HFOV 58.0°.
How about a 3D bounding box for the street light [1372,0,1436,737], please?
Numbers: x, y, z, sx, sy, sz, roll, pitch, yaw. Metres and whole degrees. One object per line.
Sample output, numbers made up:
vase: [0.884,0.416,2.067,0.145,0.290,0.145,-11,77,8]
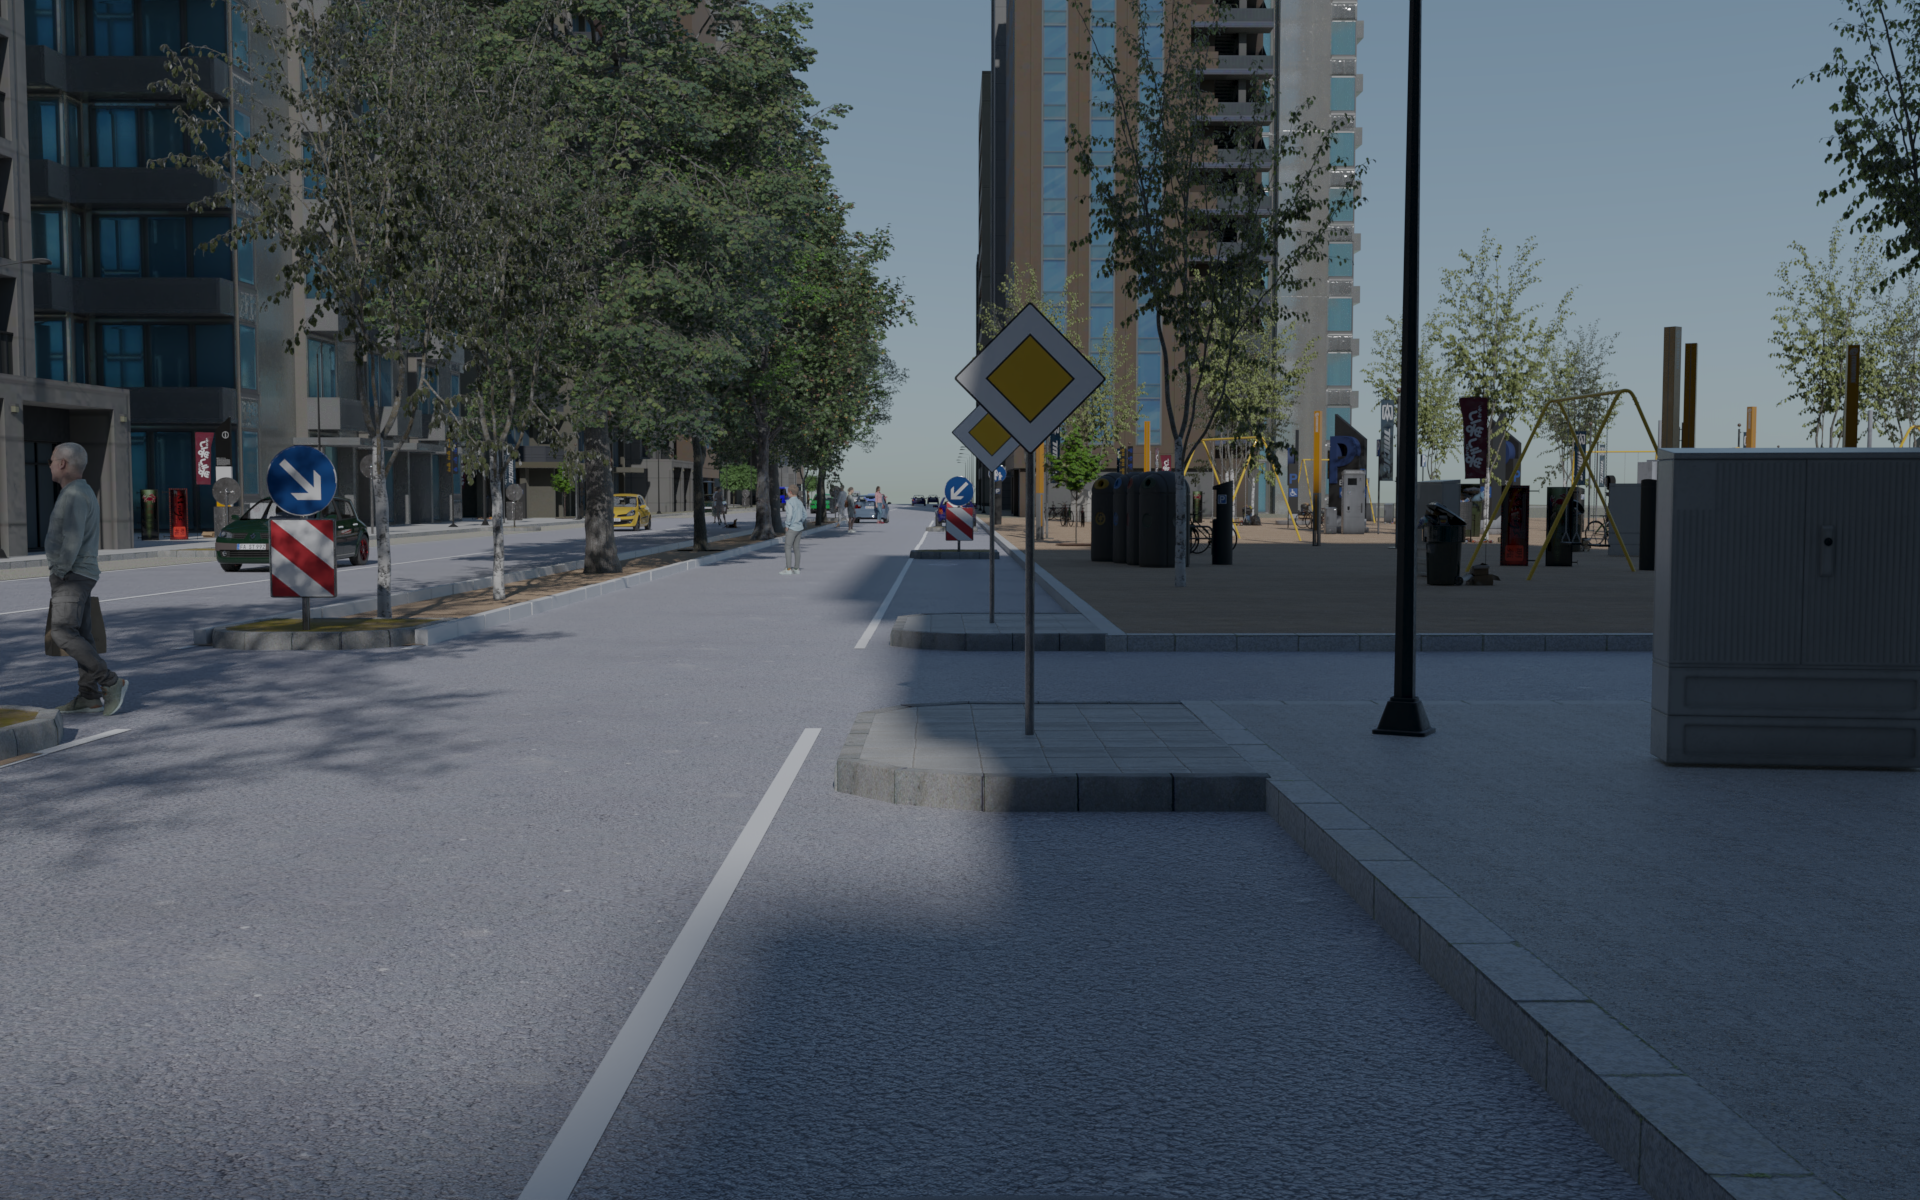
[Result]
street light: [1.846,-2.238,9.135,1.470,5.913,1.316,0,4,0]

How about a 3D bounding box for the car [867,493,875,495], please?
car: [-9.687,-11.178,192.348,1.945,1.707,3.694,0,4,2]

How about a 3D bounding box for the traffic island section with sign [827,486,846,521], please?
traffic island section with sign: [-6.672,-5.129,91.991,2.006,1.907,1.989,0,4,0]

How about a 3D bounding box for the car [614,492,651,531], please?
car: [-13.173,-3.512,67.640,2.015,1.641,3.980,0,4,-1]

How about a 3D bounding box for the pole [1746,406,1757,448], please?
pole: [18.437,-2.849,40.423,0.158,3.312,0.155,0,3,0]

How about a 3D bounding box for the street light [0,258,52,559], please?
street light: [-18.587,-3.775,34.268,1.470,5.913,1.316,0,4,0]

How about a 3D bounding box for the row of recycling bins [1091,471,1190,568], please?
row of recycling bins: [3.307,-1.508,31.766,1.069,1.692,3.534,-1,4,-14]

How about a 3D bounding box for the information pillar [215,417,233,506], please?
information pillar: [-22.238,-3.733,52.386,0.504,3.616,0.183,0,4,4]

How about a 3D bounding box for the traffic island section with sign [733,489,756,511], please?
traffic island section with sign: [-17.813,-8.288,144.140,1.989,1.847,2.006,0,4,0]

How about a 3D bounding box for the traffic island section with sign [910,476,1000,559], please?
traffic island section with sign: [-0.130,-1.857,38.984,1.989,1.847,2.006,0,4,0]

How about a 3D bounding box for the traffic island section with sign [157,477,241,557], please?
traffic island section with sign: [-17.107,-1.915,39.941,1.989,1.847,2.006,0,4,0]

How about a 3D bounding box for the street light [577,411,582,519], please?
street light: [-18.814,-7.053,87.851,1.470,5.913,1.316,0,4,0]

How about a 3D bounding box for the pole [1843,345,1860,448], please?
pole: [12.211,-1.831,23.778,0.158,3.312,0.155,0,3,0]

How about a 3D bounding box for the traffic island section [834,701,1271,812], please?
traffic island section: [0.392,0.797,9.252,2.009,0.180,2.903,0,4,0]

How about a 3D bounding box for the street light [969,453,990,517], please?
street light: [1.299,-7.651,97.637,1.470,5.913,1.316,0,4,0]

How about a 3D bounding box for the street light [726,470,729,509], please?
street light: [-19.294,-10.691,147.345,1.470,5.913,1.316,0,4,0]

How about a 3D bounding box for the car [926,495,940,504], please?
car: [-3.860,-14.431,248.519,1.945,1.354,3.894,0,3,0]

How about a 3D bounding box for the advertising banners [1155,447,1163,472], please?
advertising banners: [7.097,-4.181,64.554,0.090,3.025,2.074,2,4,25]

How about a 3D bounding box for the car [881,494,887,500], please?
car: [-10.822,-13.703,233.084,2.155,1.783,4.494,0,4,-1]

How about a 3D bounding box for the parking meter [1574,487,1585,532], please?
parking meter: [20.915,-3.066,58.548,0.372,1.533,0.369,0,3,0]

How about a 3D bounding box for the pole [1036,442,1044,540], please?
pole: [2.227,-3.326,48.225,0.158,3.312,0.155,0,3,0]

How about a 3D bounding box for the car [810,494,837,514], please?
car: [-10.038,-7.250,127.337,1.959,1.807,4.718,0,4,-1]

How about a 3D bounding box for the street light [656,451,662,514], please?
street light: [-19.001,-8.546,112.263,1.470,5.913,1.316,0,4,0]

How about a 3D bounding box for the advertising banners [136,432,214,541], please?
advertising banners: [-21.809,-3.182,48.216,2.074,3.025,0.090,-3,4,-39]

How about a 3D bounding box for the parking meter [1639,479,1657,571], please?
parking meter: [11.633,-1.267,29.122,0.372,1.533,0.369,0,3,0]

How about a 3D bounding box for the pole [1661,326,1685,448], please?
pole: [8.683,-1.673,21.195,0.158,3.312,0.155,0,3,0]

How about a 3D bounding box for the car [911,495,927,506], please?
car: [-4.978,-12.043,209.482,1.945,1.354,3.894,0,4,-1]

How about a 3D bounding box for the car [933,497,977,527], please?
car: [-0.201,-3.816,74.977,1.945,1.354,3.894,0,4,-2]

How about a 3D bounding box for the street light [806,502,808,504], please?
street light: [-19.700,-14.725,213.292,1.470,5.913,1.316,0,4,0]

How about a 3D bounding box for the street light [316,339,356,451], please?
street light: [-18.665,-4.854,51.908,1.470,5.913,1.316,0,4,0]

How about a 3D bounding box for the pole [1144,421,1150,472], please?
pole: [5.237,-3.343,48.499,0.158,3.312,0.155,0,3,0]

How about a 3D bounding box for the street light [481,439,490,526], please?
street light: [-18.820,-5.989,70.455,1.470,5.913,1.316,0,4,0]

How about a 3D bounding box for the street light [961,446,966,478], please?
street light: [1.023,-9.818,133.070,1.470,5.913,1.316,0,4,0]

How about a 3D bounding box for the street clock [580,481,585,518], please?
street clock: [-20.218,-5.382,92.568,0.358,2.002,0.471,-1,4,-16]

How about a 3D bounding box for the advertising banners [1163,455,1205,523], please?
advertising banners: [9.862,-4.937,76.913,2.074,3.025,0.090,2,4,27]

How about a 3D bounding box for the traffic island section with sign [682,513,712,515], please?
traffic island section with sign: [-17.632,-6.626,116.969,1.989,1.847,2.006,0,4,0]

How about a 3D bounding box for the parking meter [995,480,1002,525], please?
parking meter: [1.530,-4.081,72.437,0.399,1.863,0.255,-1,4,-13]

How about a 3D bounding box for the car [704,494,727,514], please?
car: [-17.473,-6.868,122.084,2.009,1.686,4.222,0,3,0]

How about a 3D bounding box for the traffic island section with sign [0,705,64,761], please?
traffic island section with sign: [-6.119,-0.080,9.448,2.006,1.907,1.989,0,4,0]

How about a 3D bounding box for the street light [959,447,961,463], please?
street light: [0.862,-10.882,150.465,1.470,5.913,1.316,0,4,0]

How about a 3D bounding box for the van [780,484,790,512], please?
van: [-15.027,-8.425,142.127,2.240,2.365,5.245,0,4,2]

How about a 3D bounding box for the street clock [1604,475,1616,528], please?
street clock: [24.923,-3.785,66.462,0.358,2.002,0.471,-1,4,-12]

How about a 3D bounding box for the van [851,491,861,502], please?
van: [-14.093,-13.822,232.998,2.013,2.044,4.112,0,4,-2]

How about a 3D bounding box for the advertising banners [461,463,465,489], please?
advertising banners: [-26.578,-5.749,90.180,2.074,3.025,0.090,1,4,18]

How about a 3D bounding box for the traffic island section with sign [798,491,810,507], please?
traffic island section with sign: [-18.166,-11.577,197.911,1.989,1.847,2.006,0,4,0]

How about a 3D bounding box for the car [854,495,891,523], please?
car: [-4.422,-4.535,86.150,2.014,1.417,4.499,0,4,-1]

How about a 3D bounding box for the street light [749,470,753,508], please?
street light: [-19.352,-11.771,164.990,1.470,5.913,1.316,0,4,0]

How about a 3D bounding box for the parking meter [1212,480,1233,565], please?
parking meter: [4.769,-1.410,31.463,0.372,1.533,0.369,0,3,0]

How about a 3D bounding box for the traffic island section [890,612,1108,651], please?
traffic island section: [0.338,0.308,17.237,2.009,0.180,2.903,0,4,0]

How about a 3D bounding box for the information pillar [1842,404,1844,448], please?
information pillar: [22.536,-3.219,43.988,0.183,3.616,0.504,0,4,0]

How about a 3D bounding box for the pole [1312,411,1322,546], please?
pole: [8.781,-2.979,42.553,0.158,3.312,0.155,0,3,0]

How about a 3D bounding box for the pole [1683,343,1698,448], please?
pole: [9.884,-1.814,23.498,0.158,3.312,0.155,0,3,0]

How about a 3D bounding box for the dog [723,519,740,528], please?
dog: [-9.578,-3.205,72.600,0.748,0.427,0.550,3,4,38]

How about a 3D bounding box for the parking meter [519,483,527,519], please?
parking meter: [-22.676,-5.140,89.752,0.399,1.863,0.255,1,4,15]

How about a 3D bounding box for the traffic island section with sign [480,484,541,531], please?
traffic island section with sign: [-17.294,-3.564,66.896,1.989,1.847,2.006,0,4,0]

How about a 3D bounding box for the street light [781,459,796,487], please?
street light: [-19.618,-13.650,195.719,1.470,5.913,1.316,0,4,0]

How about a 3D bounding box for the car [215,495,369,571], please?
car: [-12.792,-1.440,33.332,2.009,1.686,4.222,0,4,0]

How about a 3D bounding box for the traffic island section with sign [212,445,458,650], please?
traffic island section with sign: [-6.159,-0.533,16.855,2.006,1.907,1.989,0,4,0]

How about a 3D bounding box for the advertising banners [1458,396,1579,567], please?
advertising banners: [9.914,-2.117,30.802,2.074,3.025,0.090,1,4,19]

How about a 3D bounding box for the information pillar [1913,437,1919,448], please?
information pillar: [35.830,-4.487,64.716,0.504,3.616,0.183,0,4,-5]
